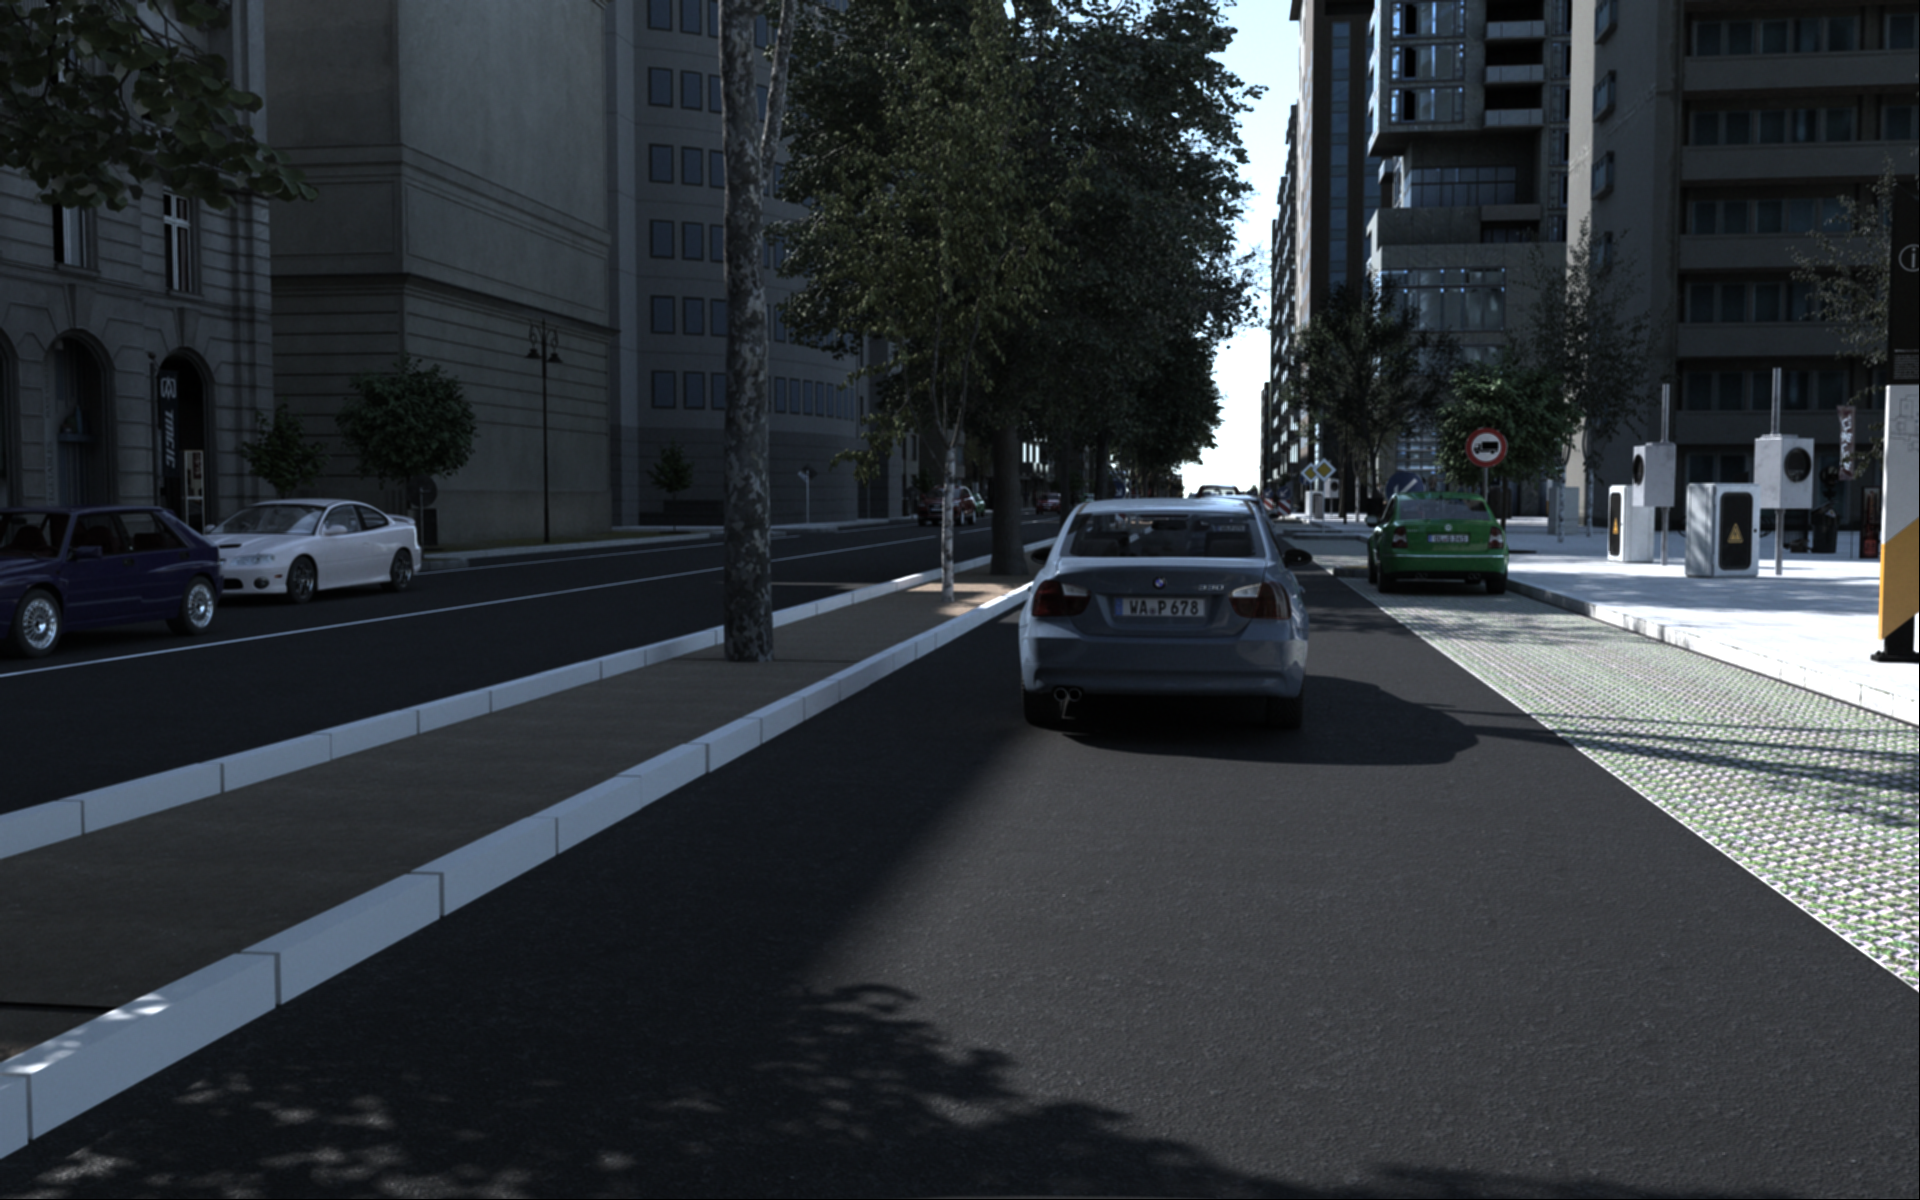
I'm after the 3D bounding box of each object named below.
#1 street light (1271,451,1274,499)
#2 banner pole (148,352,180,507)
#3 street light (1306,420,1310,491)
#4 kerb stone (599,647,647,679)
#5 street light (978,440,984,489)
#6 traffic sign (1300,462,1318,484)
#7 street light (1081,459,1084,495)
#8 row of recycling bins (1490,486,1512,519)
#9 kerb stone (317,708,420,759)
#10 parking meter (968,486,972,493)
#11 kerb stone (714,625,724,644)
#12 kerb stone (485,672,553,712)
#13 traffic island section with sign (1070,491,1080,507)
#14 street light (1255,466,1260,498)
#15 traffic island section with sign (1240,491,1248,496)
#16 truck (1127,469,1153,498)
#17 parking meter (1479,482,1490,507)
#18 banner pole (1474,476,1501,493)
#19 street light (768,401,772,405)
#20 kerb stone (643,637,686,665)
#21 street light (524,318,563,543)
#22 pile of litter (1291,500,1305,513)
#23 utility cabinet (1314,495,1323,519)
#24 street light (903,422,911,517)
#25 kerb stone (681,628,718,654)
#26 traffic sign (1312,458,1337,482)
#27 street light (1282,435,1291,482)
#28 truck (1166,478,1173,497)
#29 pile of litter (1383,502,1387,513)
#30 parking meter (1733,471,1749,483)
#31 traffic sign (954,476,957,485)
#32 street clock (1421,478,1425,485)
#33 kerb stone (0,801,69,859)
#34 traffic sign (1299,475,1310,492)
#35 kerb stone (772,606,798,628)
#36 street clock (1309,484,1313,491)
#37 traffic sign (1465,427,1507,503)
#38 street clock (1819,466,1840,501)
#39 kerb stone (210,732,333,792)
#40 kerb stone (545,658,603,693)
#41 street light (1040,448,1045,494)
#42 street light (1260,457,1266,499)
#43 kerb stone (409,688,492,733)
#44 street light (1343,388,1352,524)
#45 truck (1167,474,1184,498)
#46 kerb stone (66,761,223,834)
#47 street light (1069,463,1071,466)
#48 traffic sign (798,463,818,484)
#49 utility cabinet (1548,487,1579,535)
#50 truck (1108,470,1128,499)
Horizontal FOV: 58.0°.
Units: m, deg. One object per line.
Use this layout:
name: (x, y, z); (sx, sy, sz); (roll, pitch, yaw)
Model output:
street light: (32.603, -12.735, 181.008); (0.468, 5.910, 1.993); (1, 4, 9)
banner pole: (-14.146, -2.494, 30.792); (0.401, 3.779, 0.863); (1, 4, 16)
street light: (21.301, -8.144, 105.939); (0.468, 5.910, 1.993); (1, 4, 9)
kerb stone: (-2.738, 0.512, 13.823); (0.120, 0.150, 1.000); (1, 4, 9)
street light: (1.556, -9.524, 128.499); (0.468, 5.910, 1.993); (1, 4, 9)
traffic sign: (12.784, -3.721, 63.024); (0.795, 2.593, 0.064); (1, 4, 9)
street light: (15.914, -15.396, 224.504); (0.468, 5.910, 1.993); (1, 4, 9)
row of recycling bins: (28.131, -5.110, 90.659); (1.069, 1.692, 3.534); (2, 4, 29)
kerb stone: (-3.351, 0.760, 9.777); (0.120, 0.150, 1.000); (1, 4, 9)
parking meter: (0.775, -7.349, 125.859); (0.255, 1.863, 0.399); (-2, 4, -32)
kerb stone: (-2.282, 0.329, 16.860); (0.120, 0.150, 1.000); (1, 4, 9)
kerb stone: (-3.039, 0.636, 11.798); (0.120, 0.150, 1.000); (1, 4, 9)
traffic island section with sign: (12.948, -11.153, 190.982); (1.989, 1.847, 2.006); (1, 4, 9)
street light: (40.290, -15.895, 232.667); (0.468, 5.910, 1.993); (1, 4, 9)
traffic island section with sign: (27.133, -9.305, 160.758); (1.989, 1.847, 2.006); (1, 4, 9)
truck: (18.797, -11.613, 178.779); (2.839, 4.237, 11.283); (0, 4, 7)
parking meter: (16.276, -2.940, 53.772); (0.255, 1.863, 0.399); (0, 4, 1)
banner pole: (19.139, -4.443, 62.655); (0.863, 3.779, 0.401); (2, 4, 30)
street light: (-7.681, -5.760, 66.967); (0.468, 5.910, 1.993); (1, 4, 9)
kerb stone: (-2.584, 0.454, 14.838); (0.120, 0.150, 1.000); (1, 4, 9)
street light: (-10.926, -4.455, 45.629); (0.468, 5.910, 1.993); (1, 4, 9)
pile of litter: (23.789, -6.492, 120.103); (1.176, 0.858, 1.719); (-3, 5, -43)
utility cabinet: (18.212, -4.693, 87.884); (0.306, 1.237, 1.020); (0, 4, 3)
street light: (-3.107, -7.629, 97.527); (0.468, 5.910, 1.993); (1, 4, 9)
kerb stone: (-2.441, 0.396, 15.851); (0.120, 0.150, 1.000); (1, 4, 9)
traffic sign: (11.599, -3.238, 55.127); (0.795, 2.593, 0.064); (1, 4, 9)
street light: (25.872, -10.017, 136.563); (0.468, 5.910, 1.993); (1, 4, 9)
truck: (23.563, -12.796, 205.134); (3.469, 3.379, 9.791); (0, 4, 8)
pile of litter: (23.728, -5.121, 97.692); (1.176, 0.858, 1.719); (-1, 4, -22)
parking meter: (19.898, -2.356, 44.227); (0.399, 1.863, 0.255); (1, 4, 18)
traffic sign: (-0.573, -6.846, 112.045); (0.768, 2.556, 0.104); (1, 4, 13)
street clock: (20.339, -4.395, 76.421); (0.358, 2.002, 0.471); (0, 4, -4)
kerb stone: (-3.801, 0.945, 6.744); (0.120, 0.150, 1.000); (1, 4, 9)
traffic sign: (20.357, -6.230, 101.963); (0.768, 2.556, 0.104); (1, 4, 15)
kerb stone: (-1.971, 0.203, 18.886); (0.120, 0.150, 1.000); (1, 4, 9)
street clock: (25.721, -7.480, 126.871); (0.358, 2.002, 0.471); (0, 4, 3)
traffic sign: (10.009, -2.012, 33.004); (0.768, 2.556, 0.104); (1, 4, 14)
street clock: (22.507, -2.463, 44.840); (0.471, 2.002, 0.358); (0, 4, 3)
kerb stone: (-3.496, 0.824, 8.765); (0.120, 0.150, 1.000); (1, 4, 9)
kerb stone: (-2.898, 0.574, 12.810); (0.120, 0.150, 1.000); (1, 4, 9)
street light: (8.347, -12.263, 173.293); (0.468, 5.910, 1.993); (1, 4, 9)
street light: (37.331, -14.653, 212.364); (0.468, 5.910, 1.993); (1, 4, 9)
kerb stone: (-3.195, 0.698, 10.788); (0.120, 0.150, 1.000); (1, 4, 9)
street light: (16.580, -6.214, 74.392); (0.468, 5.910, 1.993); (1, 4, 9)
truck: (30.846, -15.958, 249.820); (2.839, 4.237, 11.283); (0, 4, 7)
kerb stone: (-3.652, 0.883, 7.755); (0.120, 0.150, 1.000); (1, 4, 9)
street light: (12.842, -14.133, 203.865); (0.468, 5.910, 1.993); (1, 4, 9)
traffic sign: (-5.800, -3.892, 65.823); (0.795, 2.593, 0.064); (1, 4, 9)
utility cabinet: (18.958, -2.798, 54.433); (1.173, 1.500, 0.318); (-3, 4, -36)
truck: (18.350, -12.890, 200.516); (2.967, 4.110, 18.799); (0, 4, 8)
